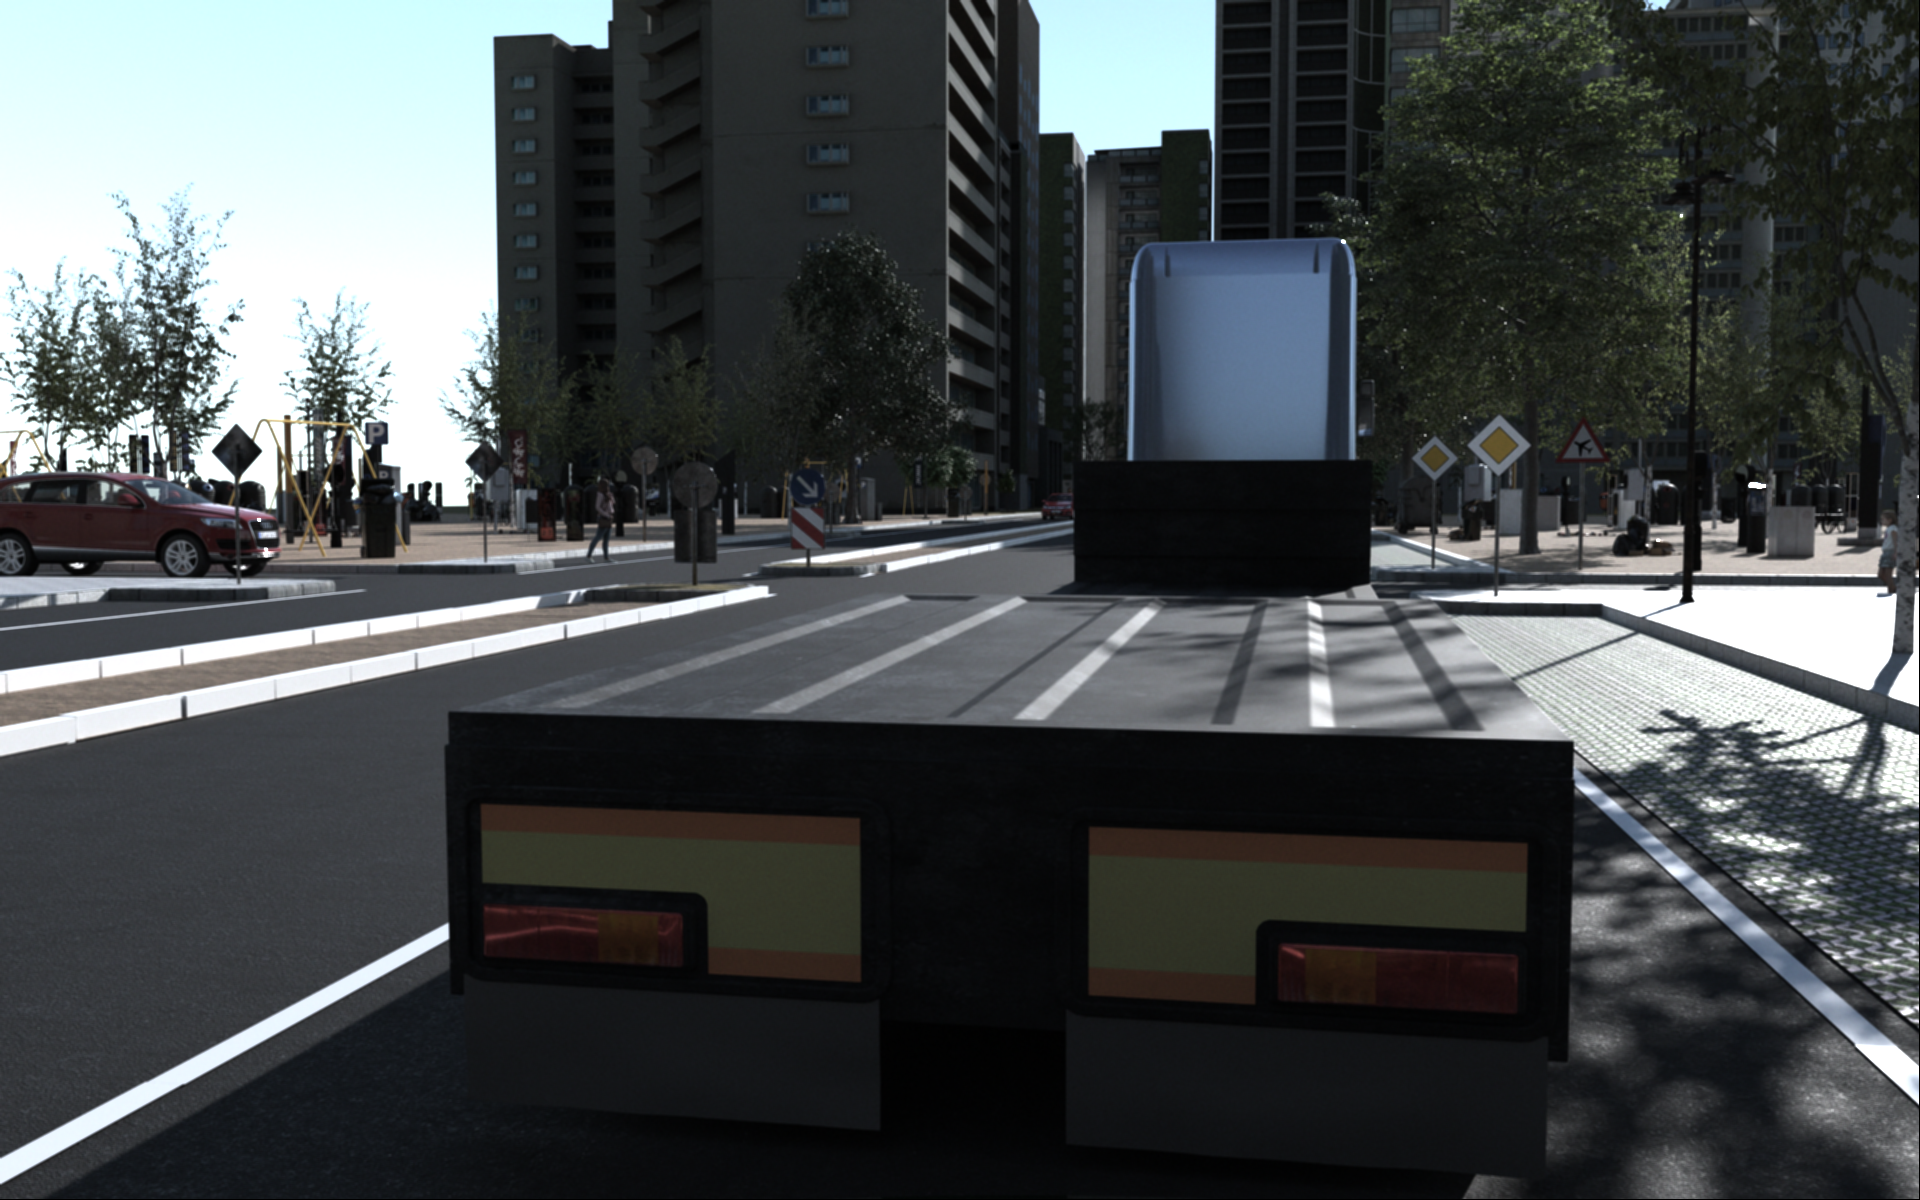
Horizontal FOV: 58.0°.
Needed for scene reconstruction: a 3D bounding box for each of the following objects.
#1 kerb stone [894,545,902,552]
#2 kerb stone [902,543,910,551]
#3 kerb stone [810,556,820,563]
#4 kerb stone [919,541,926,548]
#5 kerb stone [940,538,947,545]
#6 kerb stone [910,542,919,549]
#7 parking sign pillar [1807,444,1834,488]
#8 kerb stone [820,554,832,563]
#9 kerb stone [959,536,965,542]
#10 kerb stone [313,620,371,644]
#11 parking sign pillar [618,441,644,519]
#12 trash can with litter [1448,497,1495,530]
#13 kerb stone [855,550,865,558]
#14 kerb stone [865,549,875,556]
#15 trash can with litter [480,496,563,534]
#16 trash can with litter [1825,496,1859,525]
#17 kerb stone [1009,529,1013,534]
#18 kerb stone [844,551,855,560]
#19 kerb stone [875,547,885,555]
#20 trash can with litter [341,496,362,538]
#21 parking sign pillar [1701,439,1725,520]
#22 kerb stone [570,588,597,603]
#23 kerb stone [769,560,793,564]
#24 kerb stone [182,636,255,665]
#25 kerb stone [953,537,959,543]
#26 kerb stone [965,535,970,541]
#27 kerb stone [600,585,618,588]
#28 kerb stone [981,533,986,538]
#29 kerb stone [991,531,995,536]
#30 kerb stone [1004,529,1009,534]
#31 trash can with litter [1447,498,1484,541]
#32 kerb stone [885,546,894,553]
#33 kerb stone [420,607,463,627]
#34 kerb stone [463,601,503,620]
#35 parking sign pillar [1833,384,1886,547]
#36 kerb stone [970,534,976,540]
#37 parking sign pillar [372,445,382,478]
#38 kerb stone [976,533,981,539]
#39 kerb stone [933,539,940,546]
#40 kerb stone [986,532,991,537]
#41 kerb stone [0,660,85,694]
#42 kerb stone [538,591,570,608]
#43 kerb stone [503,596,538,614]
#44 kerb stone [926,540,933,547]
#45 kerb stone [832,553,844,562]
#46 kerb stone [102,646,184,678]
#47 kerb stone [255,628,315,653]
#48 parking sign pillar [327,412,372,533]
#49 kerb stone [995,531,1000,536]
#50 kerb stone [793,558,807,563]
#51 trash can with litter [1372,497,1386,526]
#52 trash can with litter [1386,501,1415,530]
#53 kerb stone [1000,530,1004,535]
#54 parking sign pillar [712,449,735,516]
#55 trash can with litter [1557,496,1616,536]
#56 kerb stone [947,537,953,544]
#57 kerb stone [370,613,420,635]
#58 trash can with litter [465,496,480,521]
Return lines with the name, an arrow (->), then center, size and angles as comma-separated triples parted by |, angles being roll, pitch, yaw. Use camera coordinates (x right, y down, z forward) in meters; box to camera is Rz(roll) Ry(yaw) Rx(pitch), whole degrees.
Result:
kerb stone -> -1.651, -1.255, 42.742 | 0.120, 0.150, 1.000 | 1, 4, 10
kerb stone -> -1.473, -1.318, 43.751 | 0.120, 0.150, 1.000 | 1, 4, 10
kerb stone -> -3.044, -0.763, 34.665 | 0.120, 0.150, 1.000 | 1, 4, 10
kerb stone -> -1.131, -1.438, 45.783 | 0.120, 0.150, 1.000 | 1, 4, 10
kerb stone -> -0.597, -1.628, 48.808 | 0.120, 0.150, 1.000 | 1, 4, 10
kerb stone -> -1.293, -1.381, 44.771 | 0.120, 0.150, 1.000 | 1, 4, 10
parking sign pillar -> 44.034, -6.119, 88.519 | 1.447, 3.967, 1.447 | 0, 4, 7
kerb stone -> -2.869, -0.824, 35.672 | 0.120, 0.150, 1.000 | 1, 4, 10
kerb stone -> -0.080, -1.813, 51.842 | 0.120, 0.150, 1.000 | 1, 4, 10
kerb stone -> -6.104, 0.321, 16.949 | 0.120, 0.150, 1.000 | 1, 4, 10
parking sign pillar -> -16.738, -6.100, 88.199 | 1.447, 3.967, 1.447 | -3, 4, -37
trash can with litter -> 18.848, -3.173, 62.941 | 1.678, 1.210, 2.233 | -3, 5, -42
kerb stone -> -2.345, -1.010, 38.701 | 0.120, 0.150, 1.000 | 1, 4, 10
kerb stone -> -2.172, -1.072, 39.716 | 0.120, 0.150, 1.000 | 1, 4, 10
trash can with litter -> -14.252, -2.763, 56.236 | 2.233, 1.210, 1.678 | -1, 4, -21
trash can with litter -> 36.699, -3.717, 71.829 | 2.233, 1.210, 1.678 | 2, 4, 35
kerb stone -> 1.668, -2.431, 61.944 | 0.120, 0.150, 1.000 | 1, 4, 10
kerb stone -> -2.519, -0.941, 37.694 | 0.120, 0.150, 1.000 | 1, 4, 10
kerb stone -> -1.988, -1.130, 40.721 | 0.120, 0.150, 1.000 | 1, 4, 10
trash can with litter -> -17.658, -2.474, 51.505 | 1.678, 1.210, 2.233 | 2, 4, 35
parking sign pillar -> 37.290, -5.956, 85.853 | 1.447, 3.967, 1.447 | -3, 5, -43
kerb stone -> -5.063, -0.049, 22.996 | 0.120, 0.150, 1.000 | 1, 4, 10
kerb stone -> -3.394, -0.636, 32.644 | 0.120, 0.150, 1.000 | 1, 4, 10
kerb stone -> -6.446, 0.444, 14.932 | 0.120, 0.150, 1.000 | 1, 4, 10
kerb stone -> -0.252, -1.752, 50.834 | 0.120, 0.150, 1.000 | 1, 4, 10
kerb stone -> 0.095, -1.872, 52.863 | 0.120, 0.150, 1.000 | 1, 4, 10
kerb stone -> -4.878, -0.106, 24.006 | 0.120, 0.150, 1.000 | 1, 4, 10
kerb stone -> 0.621, -2.061, 55.895 | 0.120, 0.150, 1.000 | 1, 4, 10
kerb stone -> 0.965, -2.184, 57.912 | 0.120, 0.150, 1.000 | 1, 4, 10
kerb stone -> 1.496, -2.369, 60.936 | 0.120, 0.150, 1.000 | 1, 4, 10
trash can with litter -> 13.932, -2.230, 47.855 | 0.624, 1.170, 1.055 | -3, 4, -36
kerb stone -> -1.824, -1.194, 41.731 | 0.120, 0.150, 1.000 | 1, 4, 10
kerb stone -> -5.749, 0.198, 18.962 | 0.120, 0.150, 1.000 | 1, 4, 10
kerb stone -> -5.576, 0.143, 19.969 | 0.120, 0.150, 1.000 | 1, 4, 10
parking sign pillar -> 22.601, -3.330, 42.920 | 1.447, 3.967, 1.447 | 2, 4, 33
kerb stone -> 0.274, -1.937, 53.869 | 0.120, 0.150, 1.000 | 1, 4, 10
parking sign pillar -> -25.165, -5.243, 74.203 | 1.447, 3.967, 1.447 | 0, 4, 1
kerb stone -> 0.449, -1.998, 54.880 | 0.120, 0.150, 1.000 | 1, 4, 10
kerb stone -> -0.766, -1.566, 47.800 | 0.120, 0.150, 1.000 | 1, 4, 10
kerb stone -> 0.795, -2.123, 56.904 | 0.120, 0.150, 1.000 | 1, 4, 10
kerb stone -> -6.802, 0.568, 12.917 | 0.120, 0.150, 1.000 | 1, 4, 10
kerb stone -> -5.243, 0.013, 21.990 | 0.120, 0.150, 1.000 | 1, 4, 10
kerb stone -> -5.412, 0.074, 20.982 | 0.120, 0.150, 1.000 | 1, 4, 10
kerb stone -> -0.949, -1.504, 46.789 | 0.120, 0.150, 1.000 | 1, 4, 10
kerb stone -> -2.688, -0.886, 36.685 | 0.120, 0.150, 1.000 | 1, 4, 10
kerb stone -> -6.626, 0.508, 13.926 | 0.120, 0.150, 1.000 | 1, 4, 10
kerb stone -> -6.285, 0.386, 15.942 | 0.120, 0.150, 1.000 | 1, 4, 10
parking sign pillar -> -20.488, -4.225, 57.551 | 1.447, 3.967, 1.447 | -1, 4, -23
kerb stone -> 1.149, -2.246, 58.917 | 0.120, 0.150, 1.000 | 1, 4, 10
kerb stone -> -3.215, -0.701, 33.653 | 0.120, 0.150, 1.000 | 1, 4, 10
trash can with litter -> 17.077, -3.578, 69.895 | 1.055, 1.170, 0.624 | -3, 5, -43
trash can with litter -> 15.736, -3.055, 61.333 | 0.624, 1.170, 1.055 | -1, 4, -14
kerb stone -> 1.318, -2.305, 59.929 | 0.120, 0.150, 1.000 | 1, 4, 10
parking sign pillar -> -13.983, -6.976, 102.533 | 1.447, 3.967, 1.447 | -2, 4, -24
trash can with litter -> 19.301, -2.580, 53.247 | 2.233, 1.210, 1.678 | -1, 4, -10
kerb stone -> -0.420, -1.689, 49.823 | 0.120, 0.150, 1.000 | 1, 4, 10
kerb stone -> -5.924, 0.259, 17.955 | 0.120, 0.150, 1.000 | 1, 4, 10
trash can with litter -> -23.598, -4.480, 84.312 | 1.678, 1.210, 2.233 | 0, 4, -1
